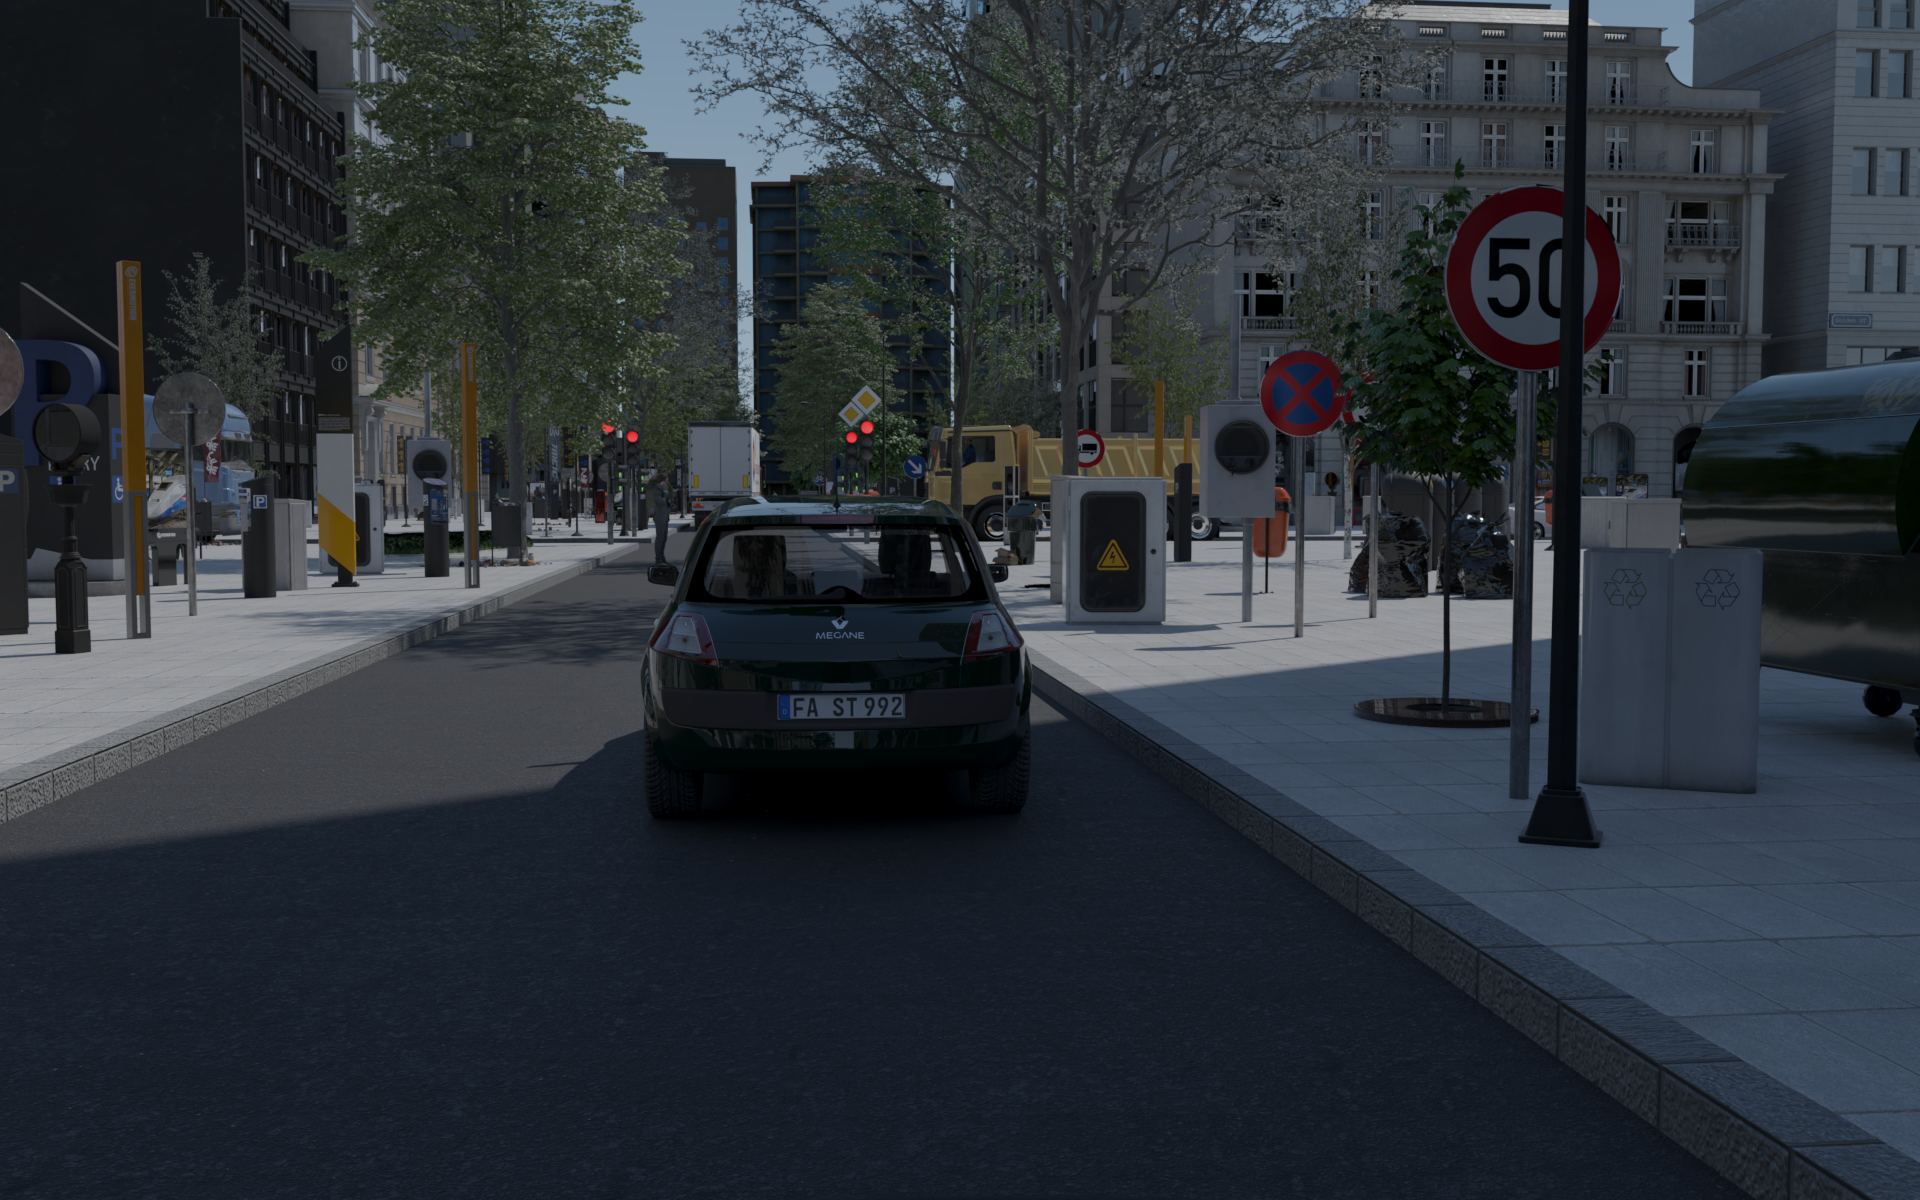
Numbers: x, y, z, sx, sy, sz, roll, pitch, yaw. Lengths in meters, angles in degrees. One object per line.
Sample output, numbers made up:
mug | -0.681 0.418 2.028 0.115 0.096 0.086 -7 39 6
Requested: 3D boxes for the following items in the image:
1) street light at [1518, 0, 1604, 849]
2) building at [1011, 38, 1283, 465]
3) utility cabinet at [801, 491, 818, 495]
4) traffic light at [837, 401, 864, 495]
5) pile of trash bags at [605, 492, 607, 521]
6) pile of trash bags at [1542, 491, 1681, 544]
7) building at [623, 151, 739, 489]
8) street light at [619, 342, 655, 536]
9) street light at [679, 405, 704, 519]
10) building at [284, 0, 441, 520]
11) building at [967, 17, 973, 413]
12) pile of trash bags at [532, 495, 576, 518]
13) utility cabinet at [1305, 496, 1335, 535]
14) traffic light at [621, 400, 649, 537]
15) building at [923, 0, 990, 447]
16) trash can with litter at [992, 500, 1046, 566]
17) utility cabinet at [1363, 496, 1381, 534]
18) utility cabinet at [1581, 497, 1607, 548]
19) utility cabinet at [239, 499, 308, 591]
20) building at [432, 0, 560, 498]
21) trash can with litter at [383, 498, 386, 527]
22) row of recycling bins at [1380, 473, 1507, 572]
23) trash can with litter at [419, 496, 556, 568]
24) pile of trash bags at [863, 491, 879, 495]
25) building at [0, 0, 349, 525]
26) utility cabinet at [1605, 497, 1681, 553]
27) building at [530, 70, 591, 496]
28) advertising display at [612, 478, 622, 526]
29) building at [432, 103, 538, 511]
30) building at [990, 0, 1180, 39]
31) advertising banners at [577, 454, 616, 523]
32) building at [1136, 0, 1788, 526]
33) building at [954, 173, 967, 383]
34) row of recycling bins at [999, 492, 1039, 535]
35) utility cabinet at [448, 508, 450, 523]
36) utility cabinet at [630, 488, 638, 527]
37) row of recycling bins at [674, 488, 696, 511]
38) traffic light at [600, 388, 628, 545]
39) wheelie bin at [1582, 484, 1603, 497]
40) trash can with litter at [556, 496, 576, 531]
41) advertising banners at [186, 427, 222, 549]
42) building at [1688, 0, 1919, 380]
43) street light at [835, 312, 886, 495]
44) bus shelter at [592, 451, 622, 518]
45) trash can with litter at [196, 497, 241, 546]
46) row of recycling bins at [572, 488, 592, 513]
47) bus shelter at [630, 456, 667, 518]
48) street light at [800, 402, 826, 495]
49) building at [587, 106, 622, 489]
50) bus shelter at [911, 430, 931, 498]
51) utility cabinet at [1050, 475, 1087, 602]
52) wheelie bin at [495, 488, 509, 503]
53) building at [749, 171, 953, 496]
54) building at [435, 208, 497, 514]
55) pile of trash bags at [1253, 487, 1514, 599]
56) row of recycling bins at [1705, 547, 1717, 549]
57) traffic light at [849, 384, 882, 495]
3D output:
street light | 1.696 -2.059 6.205 1.470 5.913 1.316 0 4 -6
building | 15.240 -18.837 112.498 19.350 26.468 34.151 0 4 -6
utility cabinet | -10.879 -7.115 125.014 1.173 1.500 0.318 0 4 5
traffic light | -3.310 -3.886 52.460 0.839 4.253 0.868 0 4 -6
pile of trash bags | -16.458 -4.438 82.316 1.912 1.369 3.447 0 4 6
pile of trash bags | 17.253 -2.213 45.930 3.447 1.369 1.912 1 4 15
building | -36.666 -35.463 229.922 14.200 45.320 14.600 0 4 -6
street light | -9.664 -4.892 52.521 1.470 5.913 1.316 0 4 -6
street light | -14.027 -7.227 90.694 1.470 5.913 1.316 0 4 -6
building | -34.884 -18.489 88.201 13.634 28.700 20.117 0 4 -6
building | 7.368 -28.673 152.398 14.154 41.232 14.086 0 4 -6
pile of trash bags | -22.116 -5.007 91.618 3.447 1.369 1.912 -2 4 -26
utility cabinet | 11.326 -2.665 54.742 1.020 1.237 0.306 3 5 43
traffic light | -9.729 -3.841 51.725 0.839 4.253 0.868 0 4 -6
building | 8.695 -52.689 174.134 22.319 86.520 31.000 0 4 -6
trash can with litter | 1.053 -1.217 31.277 0.624 1.170 1.055 2 4 32
utility cabinet | 13.285 -2.720 55.627 0.306 1.237 1.020 3 4 38
utility cabinet | 15.128 -1.812 40.794 1.020 1.237 0.306 2 4 28
utility cabinet | -9.219 -0.741 23.281 1.020 1.237 0.306 2 4 31
building | -45.246 -43.325 146.609 20.563 71.187 20.611 0 4 -6
trash can with litter | -22.322 -3.321 65.692 1.055 1.170 0.624 0 4 2
row of recycling bins | 8.281 -1.382 29.709 1.069 1.692 3.534 3 5 43
trash can with litter | -8.485 -1.215 30.921 2.233 1.210 1.678 0 4 -8
pile of trash bags | -1.653 -2.749 54.702 3.447 1.369 1.912 -3 5 -39
building | -33.163 -14.729 70.503 12.332 23.373 15.834 0 4 -6
utility cabinet | 8.988 -0.709 22.749 1.020 1.237 0.306 -2 4 -28
building | -46.119 -32.308 178.342 14.200 45.320 14.600 0 4 -6
advertising display | -13.799 -3.970 70.124 0.123 1.923 0.974 1 4 22
building | -40.219 -21.974 130.979 14.160 30.474 14.107 0 4 -6
building | 9.116 -27.807 138.246 14.154 41.232 14.086 0 4 -6
advertising banners | -15.819 -4.893 76.195 2.074 3.025 0.090 1 4 9
building | 20.849 -14.296 75.543 24.055 21.916 13.314 0 4 -6
building | 10.058 -37.557 237.753 21.600 48.544 21.300 0 4 -6
row of recycling bins | 1.805 -2.958 55.472 1.069 1.692 3.534 -1 4 -11
utility cabinet | -22.908 -3.976 76.168 1.020 1.237 0.306 2 4 25
utility cabinet | -12.640 -3.609 67.679 0.318 1.500 1.173 -2 4 -25
row of recycling bins | -19.715 -7.142 123.888 1.069 1.692 3.534 -2 4 -31
traffic light | -8.838 -3.356 43.790 0.839 4.253 0.868 0 4 -6
wheelie bin | 19.960 -2.885 55.077 0.980 1.594 0.693 -1 4 -22
trash can with litter | -14.760 -2.995 60.031 2.233 1.210 1.678 -3 5 -42
advertising banners | -18.217 -2.724 40.719 2.074 3.025 0.090 1 4 13
building | 49.098 -18.290 76.531 29.804 29.767 11.434 0 4 -6
street light | -2.493 -4.395 44.399 1.470 5.913 1.316 0 4 -6
bus shelter | -19.616 -6.517 97.828 1.731 3.624 6.357 0 4 -6
trash can with litter | -18.498 -1.957 43.058 2.233 1.210 1.678 0 4 -6
row of recycling bins | -25.002 -6.651 115.861 1.069 1.692 3.534 1 4 20
bus shelter | -17.259 -6.199 95.272 2.014 3.302 5.546 0 4 -7
street light | -7.370 -7.029 87.473 1.470 5.913 1.316 0 4 -6
building | -58.135 -39.439 234.070 27.495 52.752 28.713 0 4 -6
bus shelter | -1.020 -4.581 66.187 1.731 3.624 6.357 0 4 -6
utility cabinet | 1.429 -0.736 20.709 0.318 1.500 1.173 1 4 23
wheelie bin | -25.641 -5.473 97.393 0.980 1.594 0.693 -2 4 -27
building | -15.597 -35.535 235.618 28.867 44.769 22.147 0 4 -6
building | -37.947 -16.419 110.250 13.314 21.916 24.055 0 4 -6
pile of trash bags | 5.385 -0.763 22.227 3.447 1.369 1.912 1 4 16
row of recycling bins | 8.596 -0.520 15.621 3.534 1.692 1.069 2 4 34
traffic light | -2.419 -3.401 44.524 0.839 4.253 0.868 0 4 -6
